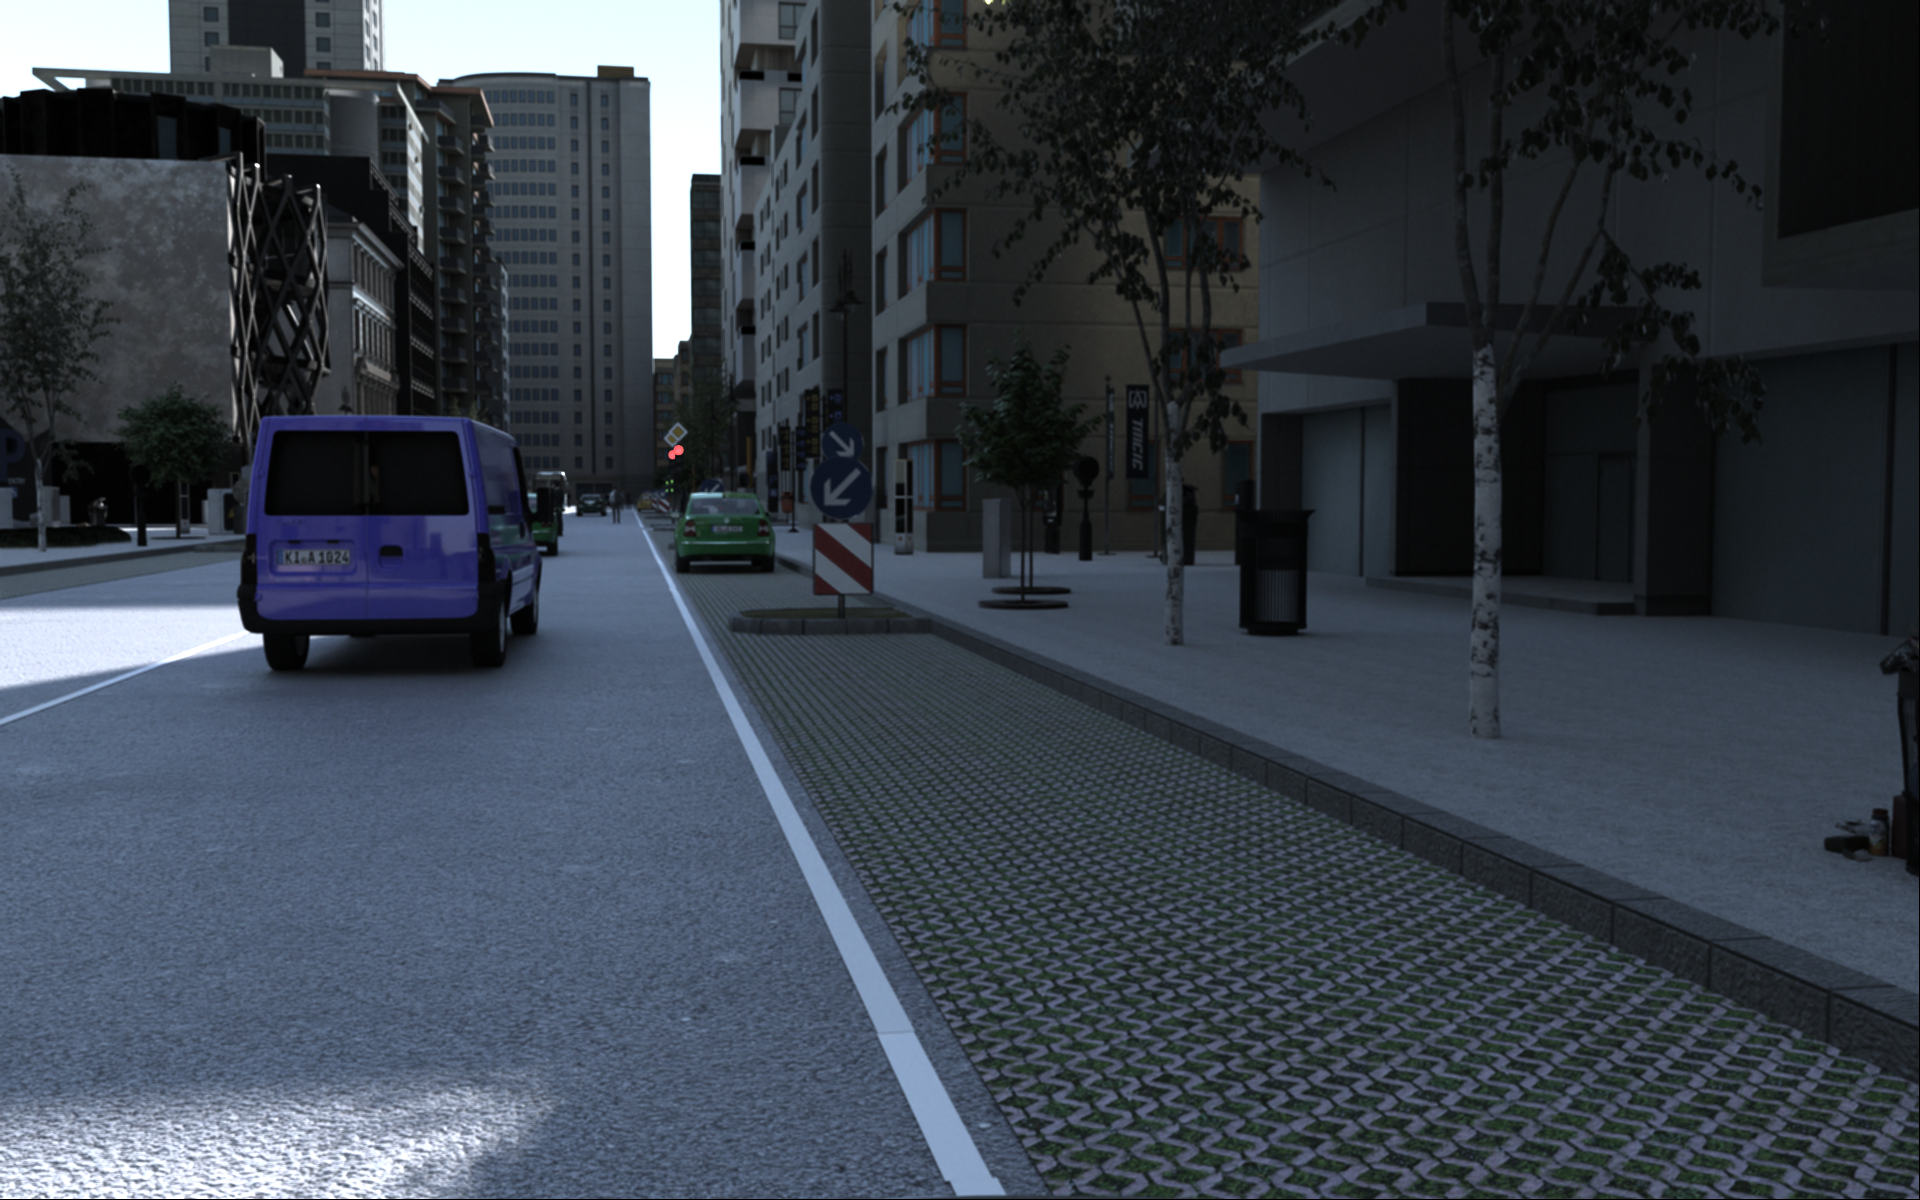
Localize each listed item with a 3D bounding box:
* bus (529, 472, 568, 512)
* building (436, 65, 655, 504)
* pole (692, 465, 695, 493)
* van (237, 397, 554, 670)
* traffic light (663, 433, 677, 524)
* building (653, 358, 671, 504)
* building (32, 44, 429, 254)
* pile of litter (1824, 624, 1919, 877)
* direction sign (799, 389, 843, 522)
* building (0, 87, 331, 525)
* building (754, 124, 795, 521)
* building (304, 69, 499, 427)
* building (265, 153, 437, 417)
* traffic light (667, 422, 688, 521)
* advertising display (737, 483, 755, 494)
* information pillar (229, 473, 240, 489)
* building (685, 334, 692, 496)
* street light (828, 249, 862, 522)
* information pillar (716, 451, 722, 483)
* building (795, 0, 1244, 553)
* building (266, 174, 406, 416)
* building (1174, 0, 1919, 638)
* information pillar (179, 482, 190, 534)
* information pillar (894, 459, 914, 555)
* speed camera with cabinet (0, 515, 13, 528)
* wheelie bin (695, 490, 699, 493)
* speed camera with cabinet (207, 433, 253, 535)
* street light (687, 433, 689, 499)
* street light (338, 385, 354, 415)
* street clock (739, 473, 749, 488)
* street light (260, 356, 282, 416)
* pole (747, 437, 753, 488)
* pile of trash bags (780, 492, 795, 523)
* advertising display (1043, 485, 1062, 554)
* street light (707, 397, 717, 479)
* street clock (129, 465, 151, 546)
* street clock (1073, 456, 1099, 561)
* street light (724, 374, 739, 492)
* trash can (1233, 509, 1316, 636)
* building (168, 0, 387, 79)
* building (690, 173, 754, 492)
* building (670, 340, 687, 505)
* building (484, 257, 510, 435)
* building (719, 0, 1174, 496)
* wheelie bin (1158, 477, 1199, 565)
[{"bbox_3d":[-33.403,-8.940,141.024,2.948,3.499,13.247,-1,4,-12],"label":"bus"},{"bbox_3d":[-56.956,-42.678,239.780,28.212,58.520,21.231,-1,4,-11],"label":"building"},{"bbox_3d":[-18.347,-7.680,119.404,0.158,3.312,0.155,0,3,0],"label":"pole"},{"bbox_3d":[-4.978,-0.701,15.849,2.240,2.365,5.245,-1,4,-9],"label":"van"},{"bbox_3d":[-12.484,-5.279,75.232,0.839,4.253,0.868,-1,4,-11],"label":"traffic light"},{"bbox_3d":[-29.305,-24.720,249.208,28.899,21.520,27.650,-1,4,-11],"label":"building"},{"bbox_3d":[-61.323,-28.309,154.725,32.217,40.220,23.993,-1,4,-11],"label":"building"},{"bbox_3d":[3.620,0.497,5.847,1.176,0.858,1.719,1,4,16],"label":"pile of litter"},{"bbox_3d":[-2.935,-2.778,37.421,0.876,3.537,0.379,1,4,18],"label":"direction sign"},{"bbox_3d":[-38.457,-13.024,80.393,16.820,18.784,16.811,-1,4,-11],"label":"building"},{"bbox_3d":[4.264,-15.283,94.914,28.899,21.520,27.650,-1,4,-11],"label":"building"},{"bbox_3d":[-60.570,-32.243,181.797,22.147,44.769,28.867,-1,4,-11],"label":"building"},{"bbox_3d":[-43.953,-17.837,121.319,12.332,23.373,15.834,-1,4,-11],"label":"building"},{"bbox_3d":[-10.969,-4.799,67.391,0.839,4.253,0.868,-1,4,-11],"label":"traffic light"},{"bbox_3d":[-12.105,-5.672,97.945,0.974,1.923,0.123,0,4,1],"label":"advertising display"},{"bbox_3d":[-24.908,-3.367,59.536,0.304,2.012,0.304,-2,4,-32],"label":"information pillar"},{"bbox_3d":[-14.083,-20.642,182.531,27.650,21.520,28.899,-1,4,-11],"label":"building"},{"bbox_3d":[-2.169,-3.671,32.816,0.468,5.910,1.993,-1,4,-11],"label":"street light"},{"bbox_3d":[-12.921,-6.217,93.007,0.183,3.616,0.504,-3,4,-38],"label":"information pillar"},{"bbox_3d":[10.111,-12.783,54.036,27.650,21.520,28.899,-1,4,-11],"label":"building"},{"bbox_3d":[-39.982,-14.663,104.364,10.561,19.102,19.286,-1,4,-11],"label":"building"},{"bbox_3d":[18.208,-26.215,17.847,28.713,52.752,27.495,-1,4,-11],"label":"building"},{"bbox_3d":[-25.204,-3.161,56.172,0.304,2.012,0.304,-3,5,-43],"label":"information pillar"},{"bbox_3d":[-1.188,-1.968,36.676,0.304,2.012,0.304,2,4,29],"label":"information pillar"},{"bbox_3d":[-25.954,-3.133,45.566,2.038,3.252,0.660,1,4,18],"label":"speed camera with cabinet"},{"bbox_3d":[-18.898,-7.166,125.065,0.693,1.594,0.980,0,4,8],"label":"wheelie bin"},{"bbox_3d":[-23.044,-3.732,55.352,0.660,3.252,2.038,2,4,25],"label":"speed camera with cabinet"},{"bbox_3d":[-18.233,-8.748,115.811,0.468,5.910,1.993,-1,4,-11],"label":"street light"},{"bbox_3d":[-26.101,-6.174,73.740,0.468,5.910,1.993,-1,4,-11],"label":"street light"},{"bbox_3d":[-7.475,-3.396,60.089,0.358,2.002,0.471,1,4,10],"label":"street clock"},{"bbox_3d":[-23.089,-5.221,58.150,0.468,5.910,1.993,-1,4,-11],"label":"street light"},{"bbox_3d":[-7.493,-4.153,61.746,0.158,3.312,0.155,0,3,0],"label":"pole"},{"bbox_3d":[-8.968,-4.038,75.769,3.447,1.369,1.912,0,4,-6],"label":"pile of trash bags"},{"bbox_3d":[1.987,-1.959,37.236,0.123,1.923,0.974,-1,4,-14],"label":"advertising display"},{"bbox_3d":[-11.790,-6.714,82.562,0.468,5.910,1.993,-1,4,-11],"label":"street light"},{"bbox_3d":[-20.152,-2.327,42.618,0.471,2.002,0.358,-2,4,-34],"label":"street clock"},{"bbox_3d":[2.420,-1.758,33.307,0.471,2.002,0.358,-2,4,-26],"label":"street clock"},{"bbox_3d":[-8.812,-5.755,66.885,0.468,5.910,1.993,-1,4,-11],"label":"street light"},{"bbox_3d":[2.865,-0.255,15.831,0.748,1.137,0.748,0,3,0],"label":"trash can"},{"bbox_3d":[-78.510,-46.746,202.549,20.611,71.187,20.563,-1,4,-11],"label":"building"},{"bbox_3d":[-17.791,-23.730,159.686,14.160,30.474,14.107,-1,4,-11],"label":"building"},{"bbox_3d":[-20.572,-22.397,211.226,27.650,21.520,28.899,-1,4,-11],"label":"building"},{"bbox_3d":[-62.108,-26.832,210.402,14.107,30.474,14.160,-1,4,-11],"label":"building"},{"bbox_3d":[-2.936,-32.702,123.916,28.713,52.752,27.495,-1,4,-11],"label":"building"},{"bbox_3d":[3.964,-1.434,31.358,0.693,1.594,0.980,0,4,-3],"label":"wheelie bin"}]
